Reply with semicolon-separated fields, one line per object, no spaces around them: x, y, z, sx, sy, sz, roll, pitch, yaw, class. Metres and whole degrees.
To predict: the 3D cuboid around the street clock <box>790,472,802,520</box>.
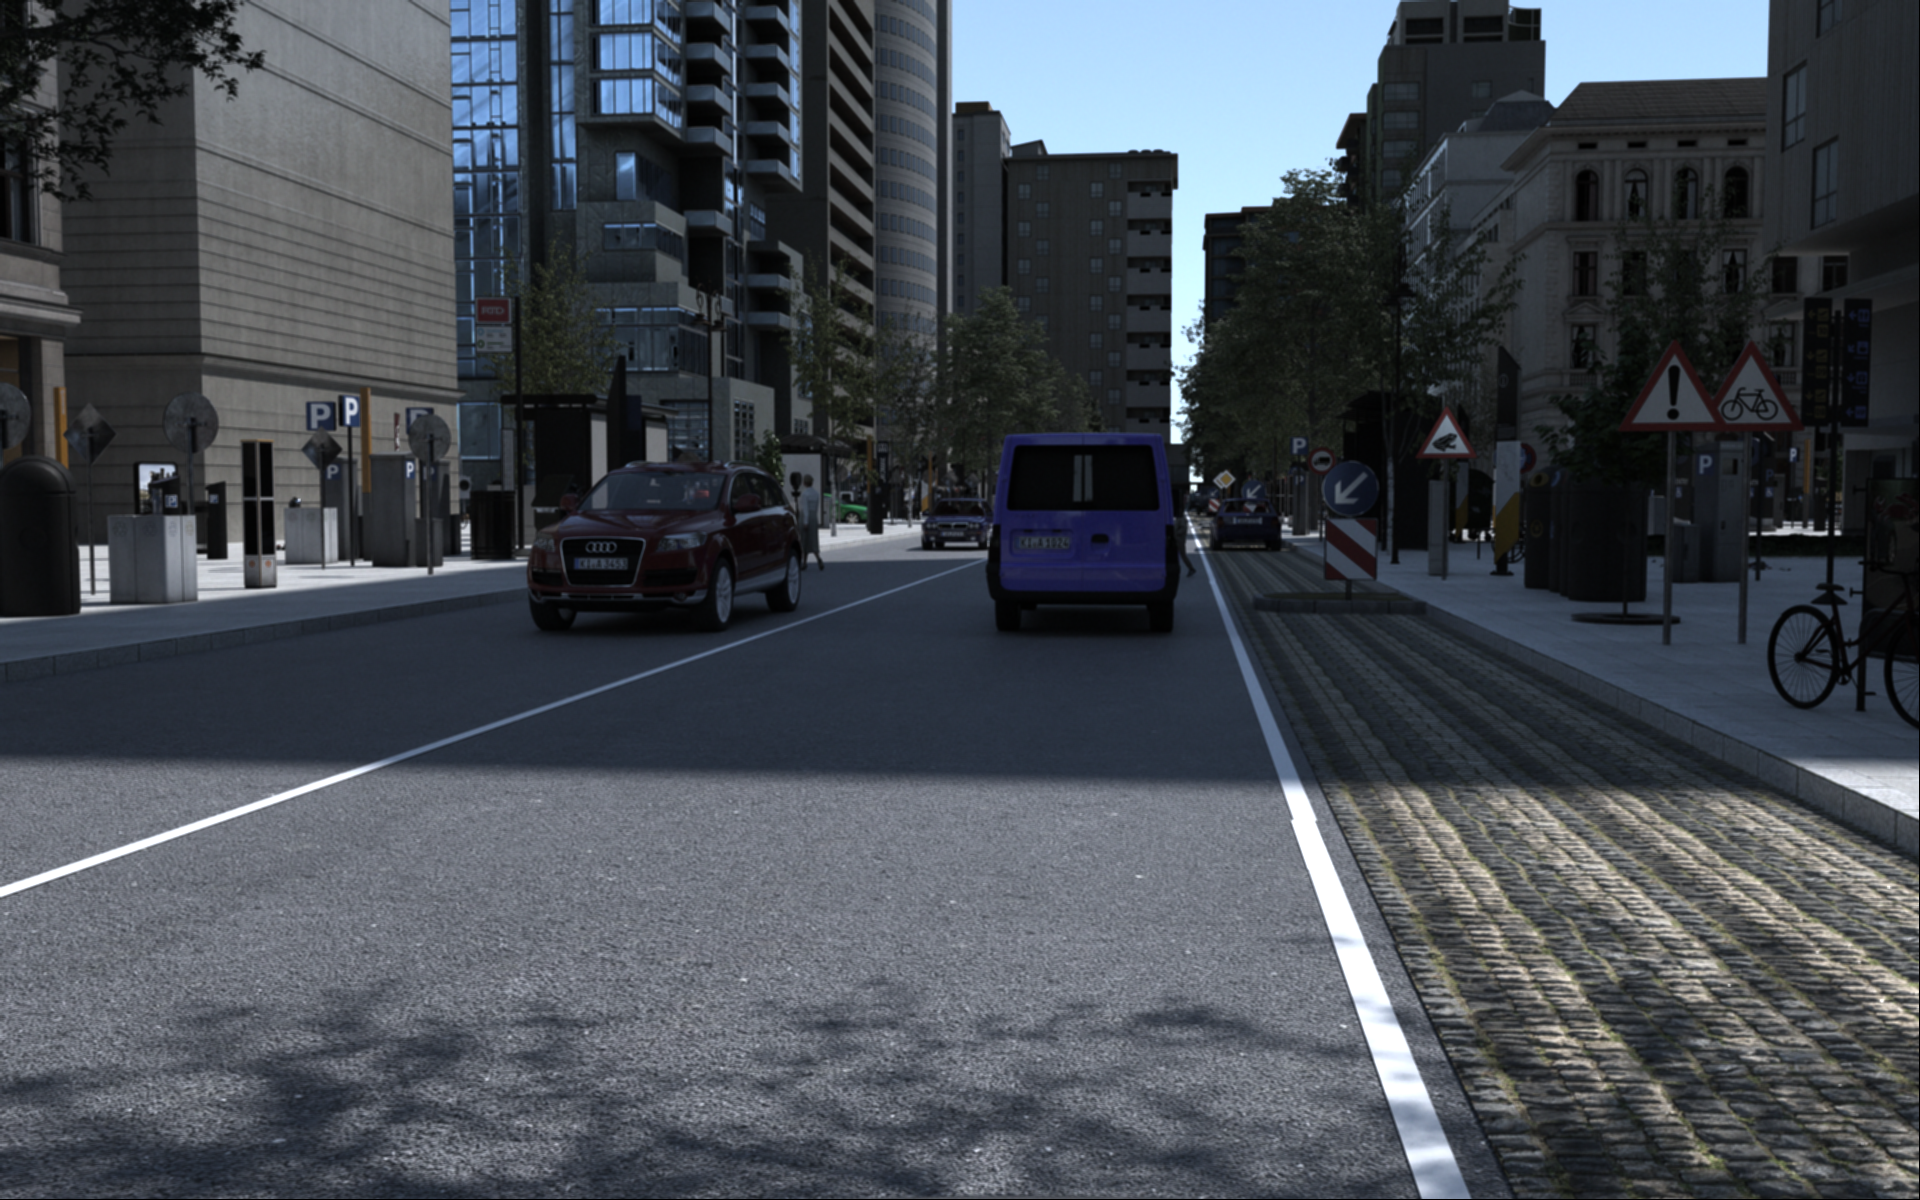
-5.438;-3.235;57.459;0.358;2.002;0.471;1;4;19;street clock

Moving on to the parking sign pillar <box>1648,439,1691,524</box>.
24.737;-4.453;61.281;1.447;3.967;1.447;-1;4;-18;parking sign pillar

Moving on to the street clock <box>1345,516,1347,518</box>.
9.142;-2.212;40.744;0.358;2.002;0.471;1;4;15;street clock

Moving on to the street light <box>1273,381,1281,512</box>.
12.708;-5.930;69.746;0.468;5.910;1.993;0;4;7;street light

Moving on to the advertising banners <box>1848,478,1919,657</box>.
8.001;-1.044;13.258;2.074;3.025;0.090;3;4;37;advertising banners

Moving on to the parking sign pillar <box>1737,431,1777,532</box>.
27.192;-4.329;59.244;1.447;3.967;1.447;-1;4;-21;parking sign pillar

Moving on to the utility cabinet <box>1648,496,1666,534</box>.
20.666;-2.477;51.668;0.306;1.237;1.020;3;5;40;utility cabinet

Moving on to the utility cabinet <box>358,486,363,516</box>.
-15.865;-2.301;46.299;1.173;1.500;0.318;-3;4;-36;utility cabinet

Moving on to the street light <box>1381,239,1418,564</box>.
7.998;-3.601;31.666;0.468;5.910;1.993;0;4;7;street light

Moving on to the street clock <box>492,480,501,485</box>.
-23.719;-5.148;88.733;0.471;2.002;0.358;-2;4;-34;street clock

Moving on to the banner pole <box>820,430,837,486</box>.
-5.164;-4.747;67.631;0.863;3.779;0.401;-2;4;-26;banner pole

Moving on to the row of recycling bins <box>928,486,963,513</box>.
-0.635;-4.846;86.342;1.069;1.692;3.534;2;4;24;row of recycling bins

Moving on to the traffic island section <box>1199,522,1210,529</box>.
11.877;-3.447;78.640;2.009;0.180;2.903;0;4;7;traffic island section

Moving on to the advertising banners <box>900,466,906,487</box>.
-4.266;-6.955;109.905;2.074;3.025;0.090;2;4;26;advertising banners

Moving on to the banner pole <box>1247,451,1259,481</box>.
16.951;-6.766;100.648;0.863;3.779;0.401;0;4;5;banner pole

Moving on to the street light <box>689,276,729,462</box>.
-5.312;-3.917;36.836;0.468;5.910;1.993;0;4;7;street light

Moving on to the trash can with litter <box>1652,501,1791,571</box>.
13.333;-1.152;29.897;1.678;1.210;2.233;-1;4;-14;trash can with litter

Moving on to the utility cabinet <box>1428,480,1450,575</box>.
7.652;-1.161;27.656;0.318;1.500;1.173;1;4;14;utility cabinet

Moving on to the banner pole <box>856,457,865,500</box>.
-6.630;-7.647;115.047;0.863;3.779;0.401;-3;4;-37;banner pole

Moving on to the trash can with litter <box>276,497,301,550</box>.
-15.316;-1.787;40.282;1.678;1.210;2.233;-1;4;-16;trash can with litter

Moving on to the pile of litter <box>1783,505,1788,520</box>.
40.847;-4.438;86.519;1.719;0.858;1.176;3;5;45;pile of litter

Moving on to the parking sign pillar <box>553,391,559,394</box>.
-10.551;-3.439;44.702;1.447;3.967;1.447;-1;4;-11;parking sign pillar

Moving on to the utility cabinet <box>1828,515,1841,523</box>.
39.096;-4.015;76.815;1.020;1.237;0.306;1;4;16;utility cabinet

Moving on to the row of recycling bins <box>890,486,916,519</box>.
-3.016;-5.212;92.326;1.069;1.692;3.534;-1;4;-13;row of recycling bins

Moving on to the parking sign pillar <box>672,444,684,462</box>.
-14.928;-6.450;93.937;1.447;3.967;1.447;-1;4;-16;parking sign pillar

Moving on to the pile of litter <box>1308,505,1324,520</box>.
17.751;-4.453;86.764;1.719;0.858;1.176;0;4;3;pile of litter

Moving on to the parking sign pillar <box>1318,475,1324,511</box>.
27.282;-8.783;132.078;1.447;3.967;1.447;0;4;2;parking sign pillar

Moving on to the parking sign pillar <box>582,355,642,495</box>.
-6.684;-2.809;34.395;1.447;3.967;1.447;-1;4;-22;parking sign pillar

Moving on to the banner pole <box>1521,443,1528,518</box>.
27.646;-5.811;85.034;0.401;3.779;0.863;-1;4;-20;banner pole

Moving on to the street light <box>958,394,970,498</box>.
0.173;-6.572;80.233;0.468;5.910;1.993;0;4;7;street light

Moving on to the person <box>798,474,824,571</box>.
-2.773;-1.443;32.314;0.478;1.798;0.641;-3;4;-39;person

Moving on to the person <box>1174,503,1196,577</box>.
3.796;-1.047;29.894;0.640;1.303;0.475;-1;4;-21;person

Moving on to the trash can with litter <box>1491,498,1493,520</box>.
26.956;-4.611;86.775;0.624;1.170;1.055;1;4;21;trash can with litter

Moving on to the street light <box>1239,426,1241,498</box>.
18.298;-8.593;113.283;0.468;5.910;1.993;0;4;7;street light

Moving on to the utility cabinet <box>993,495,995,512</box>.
2.406;-5.464;100.499;1.020;1.237;0.306;0;4;-1;utility cabinet

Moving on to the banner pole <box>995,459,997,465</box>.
2.432;-7.293;109.262;0.863;3.779;0.401;-2;4;-29;banner pole

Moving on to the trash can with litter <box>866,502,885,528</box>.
-3.259;-3.348;66.124;0.624;1.170;1.055;1;4;9;trash can with litter

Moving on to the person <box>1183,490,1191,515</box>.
15.360;-6.599;117.224;0.563;1.720;0.643;-1;4;-23;person

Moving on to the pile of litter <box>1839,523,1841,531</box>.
30.958;-2.783;59.462;1.719;0.858;1.176;-1;4;-15;pile of litter

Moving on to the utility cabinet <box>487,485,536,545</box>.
-11.172;-2.112;43.206;1.173;1.500;0.318;-1;4;-12;utility cabinet

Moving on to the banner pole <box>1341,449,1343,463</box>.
18.910;-5.811;85.028;0.401;3.779;0.863;3;5;45;banner pole

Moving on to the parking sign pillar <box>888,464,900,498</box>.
-6.055;-10.229;155.708;1.447;3.967;1.447;1;4;18;parking sign pillar

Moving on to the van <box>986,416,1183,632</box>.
1.465;-0.939;19.732;2.240;2.365;5.245;0;4;6;van

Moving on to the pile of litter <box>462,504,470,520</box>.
-24.164;-4.327;84.712;1.176;0.858;1.719;-1;4;-20;pile of litter

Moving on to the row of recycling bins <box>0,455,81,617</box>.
-11.127;-0.700;18.558;3.534;1.692;1.069;1;4;9;row of recycling bins

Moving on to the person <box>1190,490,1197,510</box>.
20.441;-8.772;151.946;0.660;1.820;0.620;0;3;0;person

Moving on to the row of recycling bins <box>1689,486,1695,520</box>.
35.681;-4.775;85.176;1.069;1.692;3.534;2;4;31;row of recycling bins

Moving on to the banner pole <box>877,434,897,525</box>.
-3.036;-4.990;71.598;0.863;3.779;0.401;0;4;-8;banner pole

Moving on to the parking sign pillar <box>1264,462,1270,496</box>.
20.272;-7.717;114.643;1.447;3.967;1.447;1;4;12;parking sign pillar

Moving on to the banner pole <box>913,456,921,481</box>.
-2.855;-7.582;113.980;0.863;3.779;0.401;-2;4;-27;banner pole

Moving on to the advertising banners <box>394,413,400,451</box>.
-12.080;-2.483;36.786;0.090;3.025;2.074;0;4;-7;advertising banners
